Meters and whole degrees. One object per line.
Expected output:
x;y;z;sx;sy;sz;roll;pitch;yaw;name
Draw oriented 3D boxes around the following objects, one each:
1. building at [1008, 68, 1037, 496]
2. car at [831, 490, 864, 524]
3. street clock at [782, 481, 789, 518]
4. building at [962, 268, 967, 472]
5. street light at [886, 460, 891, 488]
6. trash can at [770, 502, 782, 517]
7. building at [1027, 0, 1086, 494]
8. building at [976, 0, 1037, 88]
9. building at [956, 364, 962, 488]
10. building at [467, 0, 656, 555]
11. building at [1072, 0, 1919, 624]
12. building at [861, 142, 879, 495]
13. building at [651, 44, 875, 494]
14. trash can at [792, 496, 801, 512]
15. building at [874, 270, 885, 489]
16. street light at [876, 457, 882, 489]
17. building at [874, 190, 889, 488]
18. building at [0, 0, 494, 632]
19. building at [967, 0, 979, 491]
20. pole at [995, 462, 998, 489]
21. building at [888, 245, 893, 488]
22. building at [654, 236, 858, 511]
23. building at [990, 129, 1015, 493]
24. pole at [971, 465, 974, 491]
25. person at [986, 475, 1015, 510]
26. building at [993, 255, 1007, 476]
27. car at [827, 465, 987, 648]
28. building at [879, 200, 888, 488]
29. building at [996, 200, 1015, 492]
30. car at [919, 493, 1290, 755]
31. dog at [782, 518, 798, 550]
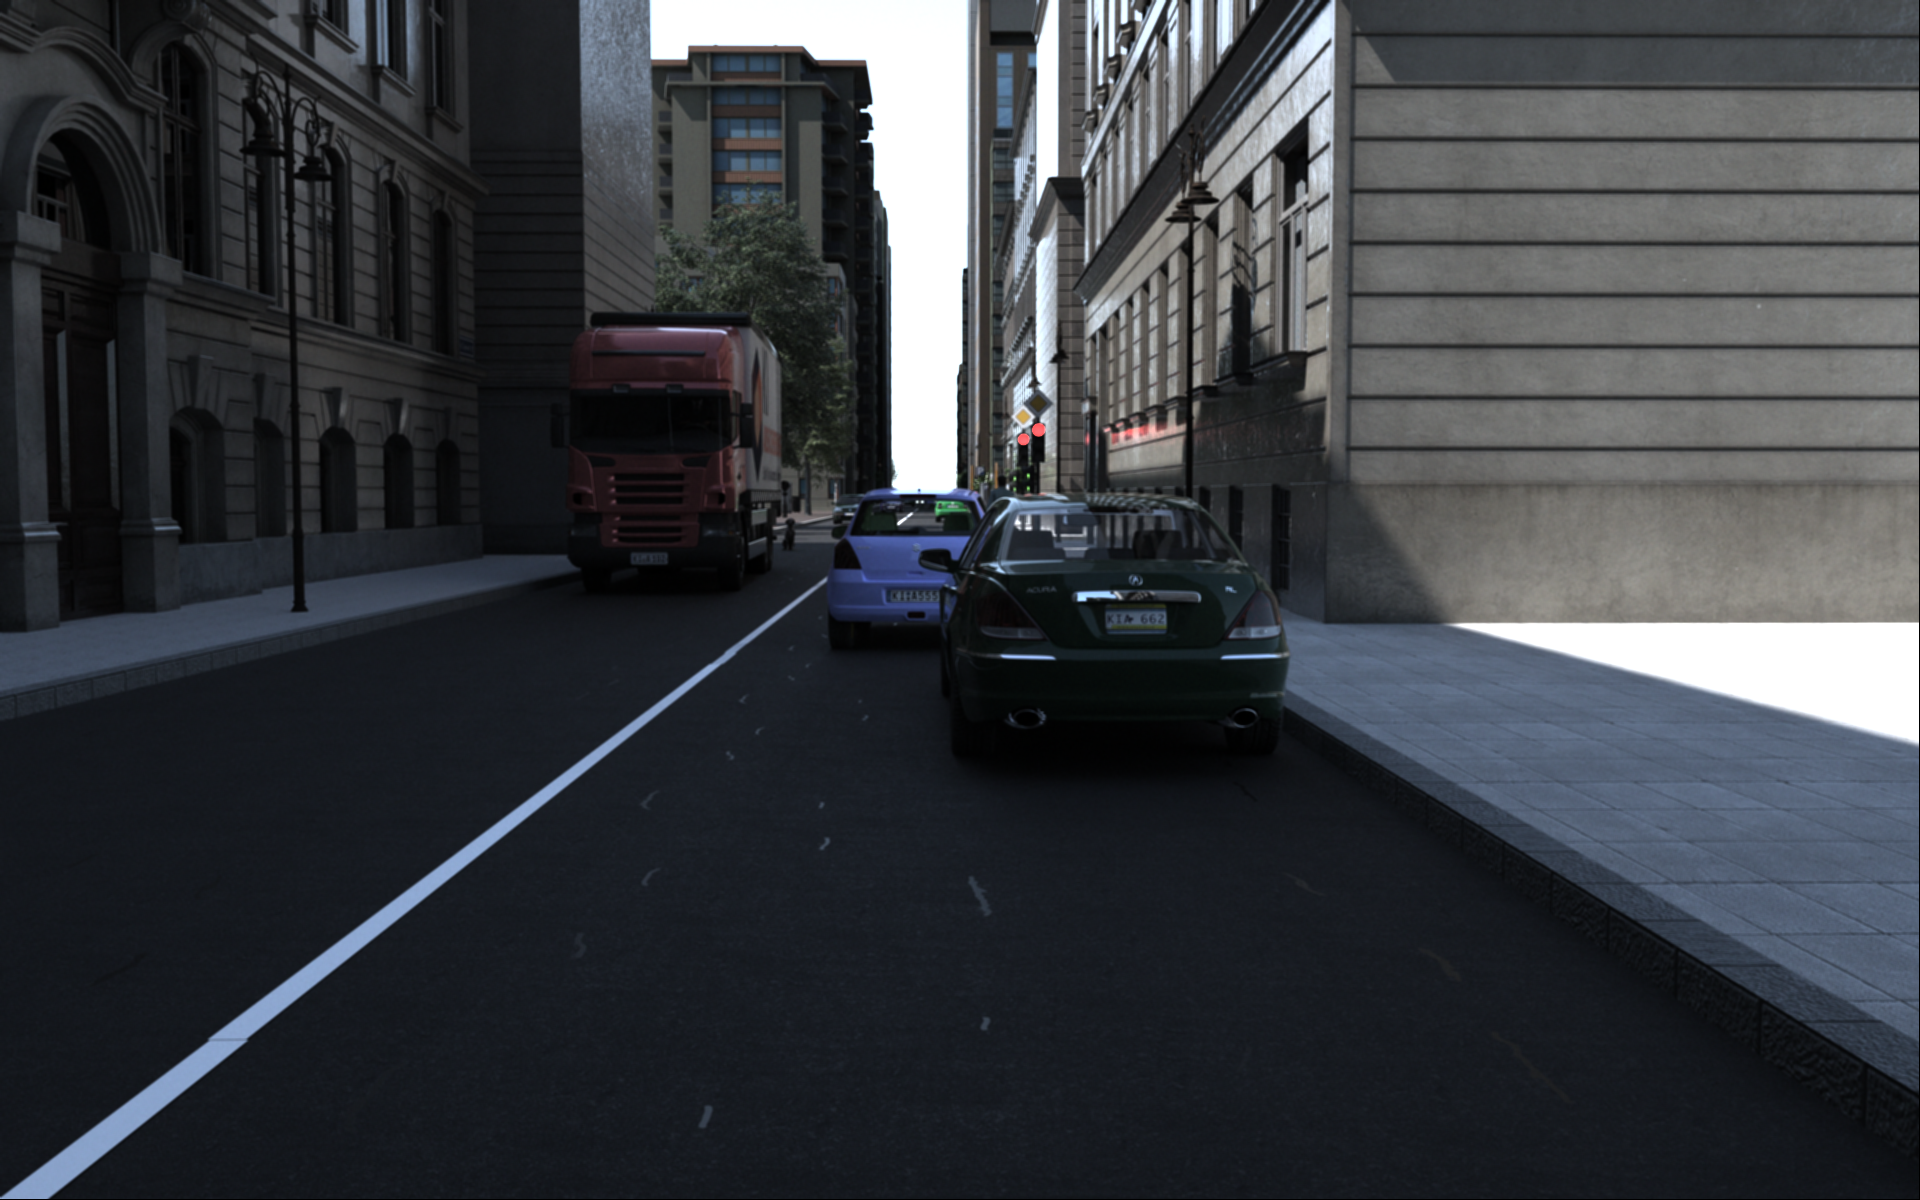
7.484;-14.106;79.786;9.793;20.994;18.267;0;4;-1;building
-5.186;-4.522;83.717;2.009;1.686;4.222;0;4;0;car
-9.548;-5.493;94.384;0.471;2.002;0.358;1;4;21;street clock
7.200;-27.518;221.619;14.160;30.474;14.107;0;4;-1;building
-10.065;-16.206;237.761;0.468;5.910;1.993;0;4;-1;street light
-10.213;-5.164;96.082;0.748;1.137;0.748;0;3;0;trash can
15.043;-16.062;59.877;25.104;27.353;12.463;0;4;-1;building
8.438;-30.824;154.088;14.600;45.320;14.200;0;4;-1;building
13.472;-24.403;244.021;27.650;21.520;28.899;0;4;-1;building
-16.785;-11.705;40.529;18.267;20.994;9.793;0;4;-1;building
10.675;-12.075;30.714;16.112;22.955;30.059;0;4;-1;building
-16.859;-31.299;195.335;14.154;41.232;14.086;0;4;-1;building
-19.815;-31.665;172.349;22.147;44.769;28.867;0;4;-1;building
-11.559;-6.770;122.346;0.748;1.137;0.748;0;3;0;trash can
-16.816;-27.401;219.701;14.160;30.474;14.107;0;4;-1;building
-9.832;-14.752;213.987;0.468;5.910;1.993;0;4;-1;street light
-17.826;-37.431;262.103;14.600;45.320;14.200;0;4;-1;building
-14.455;-12.096;16.862;14.460;24.649;34.723;0;4;-1;building
11.195;-38.788;176.190;21.231;58.520;28.212;0;4;-1;building
2.349;-7.207;111.673;0.158;3.312;0.155;0;3;0;pole
-18.041;-36.277;276.717;14.154;41.232;14.086;0;4;-1;building
-23.001;-18.292;144.107;27.650;21.520;28.899;0;4;-1;building
9.415;-22.533;140.108;14.160;30.474;14.107;0;4;-1;building
0.874;-7.920;123.338;0.158;3.312;0.155;0;3;0;pole
0.853;-1.670;35.821;0.660;1.820;0.620;-1;4;-22;person
8.413;-17.279;118.675;11.583;22.565;21.152;0;4;-1;building
-0.358;-0.477;17.387;1.945;1.707;3.694;0;4;1;car
-17.473;-33.660;233.940;14.154;41.232;14.086;0;4;-1;building
7.621;-14.310;98.588;10.561;19.102;19.286;0;4;-1;building
0.807;0.051;10.964;2.131;1.459;4.920;0;4;-2;car
-4.302;-1.688;44.435;0.513;0.831;0.800;2;4;24;dog
